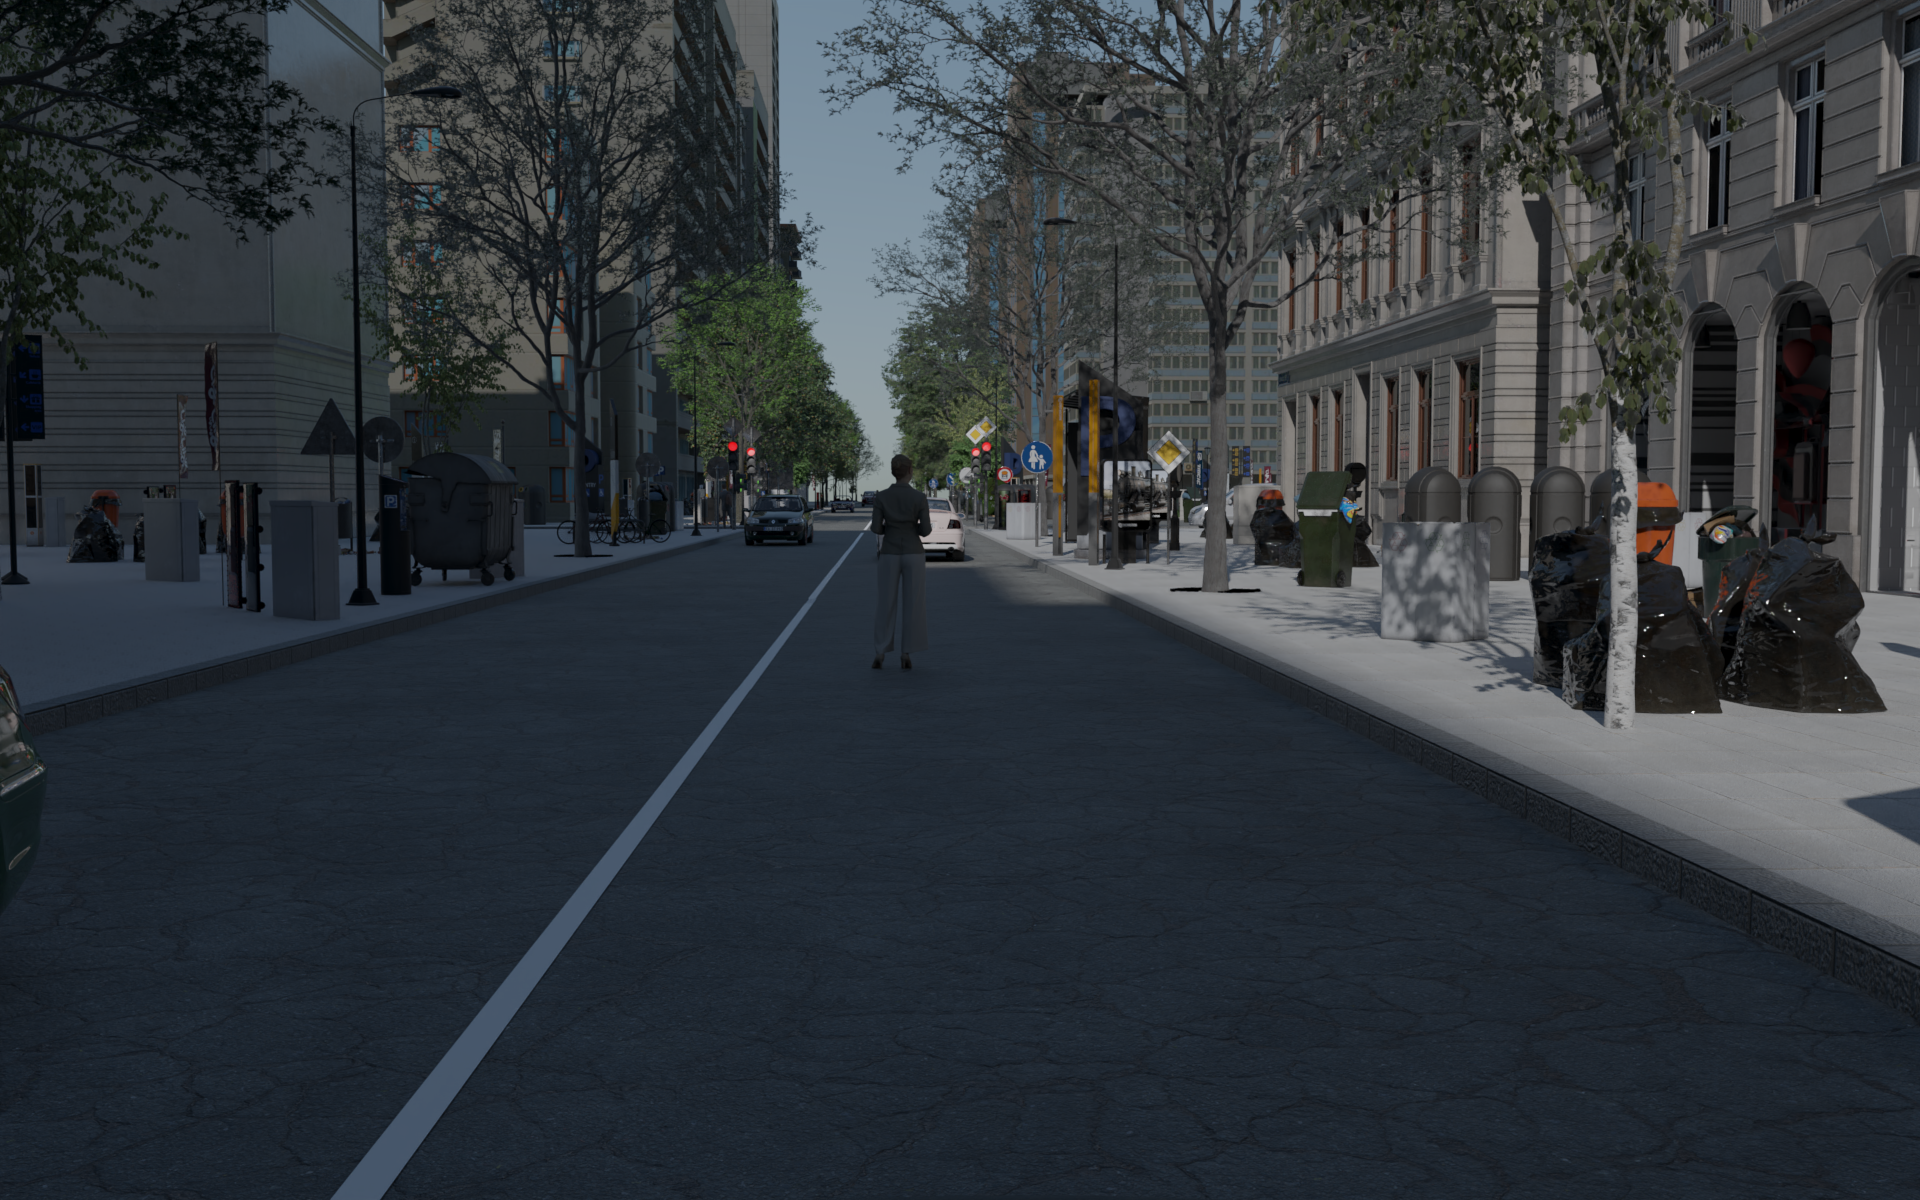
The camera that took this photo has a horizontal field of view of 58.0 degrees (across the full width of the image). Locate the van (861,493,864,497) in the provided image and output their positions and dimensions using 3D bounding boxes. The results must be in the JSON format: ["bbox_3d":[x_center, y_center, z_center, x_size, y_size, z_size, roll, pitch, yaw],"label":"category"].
[{"bbox_3d":[-11.564,-13.015,219.812,2.013,2.044,4.112,0,4,-2],"label":"van"}]

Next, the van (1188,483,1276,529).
[{"bbox_3d":[10.829,-3.636,66.456,4.112,2.044,2.013,0,4,-1],"label":"van"}]

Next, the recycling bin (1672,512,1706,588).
[{"bbox_3d":[9.734,-0.690,23.839,0.722,1.027,0.722,-2,4,-28],"label":"recycling bin"}]

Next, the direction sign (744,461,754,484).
[{"bbox_3d":[-12.071,-6.562,99.291,0.876,3.537,0.379,0,4,-4],"label":"direction sign"}]

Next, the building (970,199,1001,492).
[{"bbox_3d":[9.298,-36.985,254.822,14.600,45.320,14.200,0,4,-2],"label":"building"}]

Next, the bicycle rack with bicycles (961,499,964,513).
[{"bbox_3d":[0.457,-6.224,115.149,2.925,0.926,2.852,0,4,7],"label":"bicycle rack with bicycles"}]

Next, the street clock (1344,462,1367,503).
[{"bbox_3d":[9.023,-2.141,39.576,0.471,2.002,0.358,-1,4,-20],"label":"street clock"}]

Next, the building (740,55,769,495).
[{"bbox_3d":[-32.350,-34.649,190.211,21.300,48.544,21.600,0,4,-2],"label":"building"}]

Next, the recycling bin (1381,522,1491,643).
[{"bbox_3d":[4.215,-0.171,15.345,0.722,1.027,0.722,3,5,41],"label":"recycling bin"}]

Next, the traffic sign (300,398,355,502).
[{"bbox_3d":[-8.514,-1.437,23.494,0.884,2.594,0.081,0,4,4],"label":"traffic sign"}]

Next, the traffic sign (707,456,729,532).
[{"bbox_3d":[-8.149,-3.556,58.252,0.768,2.556,0.104,0,4,7],"label":"traffic sign"}]

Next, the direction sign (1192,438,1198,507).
[{"bbox_3d":[9.593,-4.816,70.736,0.379,3.537,0.876,1,4,20],"label":"direction sign"}]

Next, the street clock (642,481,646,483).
[{"bbox_3d":[-16.845,-5.414,93.091,0.471,2.002,0.358,2,4,32],"label":"street clock"}]

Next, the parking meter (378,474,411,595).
[{"bbox_3d":[-7.199,-0.835,22.071,0.372,1.533,0.369,0,3,0],"label":"parking meter"}]

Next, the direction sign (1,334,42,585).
[{"bbox_3d":[-13.443,-1.990,24.533,0.876,3.537,0.379,-2,4,-30],"label":"direction sign"}]

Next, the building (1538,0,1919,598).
[{"bbox_3d":[17.515,-10.973,21.211,13.314,21.916,24.055,0,4,-2],"label":"building"}]

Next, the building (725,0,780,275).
[{"bbox_3d":[-33.847,-49.393,245.832,20.563,71.187,20.611,0,4,-2],"label":"building"}]

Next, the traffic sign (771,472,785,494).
[{"bbox_3d":[-10.266,-5.965,97.632,0.768,2.556,0.104,0,4,0],"label":"traffic sign"}]

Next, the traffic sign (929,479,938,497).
[{"bbox_3d":[-2.220,-8.887,145.402,0.768,2.556,0.104,0,4,-1],"label":"traffic sign"}]

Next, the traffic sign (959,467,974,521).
[{"bbox_3d":[0.337,-5.041,82.528,0.768,2.556,0.104,0,3,0],"label":"traffic sign"}]

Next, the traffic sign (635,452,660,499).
[{"bbox_3d":[-9.533,-3.227,52.869,0.768,2.556,0.104,0,4,2],"label":"traffic sign"}]

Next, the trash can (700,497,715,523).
[{"bbox_3d":[-10.811,-3.840,74.440,0.748,1.137,0.748,0,3,0],"label":"trash can"}]

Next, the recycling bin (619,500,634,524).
[{"bbox_3d":[-14.510,-3.816,74.952,0.722,1.027,0.722,-1,4,-19],"label":"recycling bin"}]

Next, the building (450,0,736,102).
[{"bbox_3d":[-31.466,-32.461,154.437,21.300,48.544,21.600,0,4,-2],"label":"building"}]

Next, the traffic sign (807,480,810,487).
[{"bbox_3d":[-12.353,-8.474,138.657,0.768,2.556,0.104,0,4,-1],"label":"traffic sign"}]

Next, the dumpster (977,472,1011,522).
[{"bbox_3d":[1.503,-4.584,77.446,1.502,2.255,1.985,0,4,-2],"label":"dumpster"}]

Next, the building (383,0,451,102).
[{"bbox_3d":[-30.662,-30.890,128.745,21.300,48.544,21.600,0,4,-2],"label":"building"}]

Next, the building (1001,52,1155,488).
[{"bbox_3d":[12.177,-32.231,177.092,14.600,45.320,14.200,0,4,-2],"label":"building"}]

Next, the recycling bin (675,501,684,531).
[{"bbox_3d":[-10.130,-2.942,60.651,0.722,1.027,0.722,1,4,11],"label":"recycling bin"}]

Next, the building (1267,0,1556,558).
[{"bbox_3d":[15.302,-12.713,44.011,11.583,22.565,21.152,0,4,-2],"label":"building"}]

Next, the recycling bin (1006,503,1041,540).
[{"bbox_3d":[1.796,-2.222,48.887,0.722,1.027,0.722,-3,5,-41],"label":"recycling bin"}]

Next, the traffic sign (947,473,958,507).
[{"bbox_3d":[-0.424,-6.386,104.517,0.768,2.556,0.104,0,4,-1],"label":"traffic sign"}]

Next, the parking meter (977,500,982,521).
[{"bbox_3d":[0.889,-4.501,82.009,0.372,1.533,0.369,0,3,0],"label":"parking meter"}]

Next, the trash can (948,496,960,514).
[{"bbox_3d":[-0.398,-5.939,108.753,0.748,1.137,0.748,0,3,0],"label":"trash can"}]

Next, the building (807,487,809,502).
[{"bbox_3d":[-33.111,-31.937,293.876,14.160,30.474,14.107,0,4,-2],"label":"building"}]

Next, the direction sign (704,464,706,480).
[{"bbox_3d":[-16.071,-7.210,109.885,0.379,3.537,0.876,-2,4,-27],"label":"direction sign"}]

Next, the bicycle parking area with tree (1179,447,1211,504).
[{"bbox_3d":[12.578,-7.324,106.749,8.231,4.147,9.016,2,4,25],"label":"bicycle parking area with tree"}]

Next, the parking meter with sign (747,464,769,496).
[{"bbox_3d":[-11.612,-6.173,97.188,1.738,3.016,0.543,-1,4,-15],"label":"parking meter with sign"}]

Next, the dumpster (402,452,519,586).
[{"bbox_3d":[-7.128,-1.163,24.779,1.264,1.857,1.865,0,4,-2],"label":"dumpster"}]

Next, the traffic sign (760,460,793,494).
[{"bbox_3d":[-10.805,-6.526,100.574,2.265,3.308,0.079,0,4,3],"label":"traffic sign"}]

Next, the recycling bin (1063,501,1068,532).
[{"bbox_3d":[3.984,-2.871,59.493,0.722,1.027,0.722,2,4,23],"label":"recycling bin"}]

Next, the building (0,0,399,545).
[{"bbox_3d":[-27.284,-12.949,47.881,21.152,22.565,11.583,0,4,-2],"label":"building"}]

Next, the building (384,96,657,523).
[{"bbox_3d":[-31.813,-15.023,90.669,27.650,21.520,28.899,0,4,-2],"label":"building"}]

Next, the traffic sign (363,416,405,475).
[{"bbox_3d":[-9.465,-1.728,28.354,0.768,2.556,0.104,0,4,6],"label":"traffic sign"}]

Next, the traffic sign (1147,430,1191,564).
[{"bbox_3d":[3.792,-1.855,31.511,0.795,2.450,0.064,0,4,5],"label":"traffic sign"}]

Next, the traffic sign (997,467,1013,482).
[{"bbox_3d":[2.075,-4.924,80.610,0.768,2.556,0.104,0,4,1],"label":"traffic sign"}]

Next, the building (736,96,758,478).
[{"bbox_3d":[-27.658,-29.920,172.794,14.154,41.232,14.086,0,4,-2],"label":"building"}]

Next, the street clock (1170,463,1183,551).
[{"bbox_3d":[4.862,-2.116,39.163,0.358,2.002,0.471,2,4,24],"label":"street clock"}]

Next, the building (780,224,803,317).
[{"bbox_3d":[-36.085,-37.725,271.429,22.147,44.769,28.867,0,4,-2],"label":"building"}]

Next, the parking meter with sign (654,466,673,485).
[{"bbox_3d":[-18.321,-6.874,108.656,0.543,3.016,1.738,1,4,20],"label":"parking meter with sign"}]

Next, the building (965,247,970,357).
[{"bbox_3d":[12.114,-38.900,290.643,22.147,44.769,28.867,0,4,-2],"label":"building"}]

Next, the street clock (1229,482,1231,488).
[{"bbox_3d":[14.846,-5.635,96.694,0.471,2.002,0.358,-1,4,-8],"label":"street clock"}]

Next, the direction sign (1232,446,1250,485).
[{"bbox_3d":[13.200,-5.470,81.438,0.876,3.537,0.379,2,4,24],"label":"direction sign"}]

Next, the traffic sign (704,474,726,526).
[{"bbox_3d":[-9.813,-4.249,69.470,0.884,2.594,0.081,0,4,3],"label":"traffic sign"}]

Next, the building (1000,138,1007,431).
[{"bbox_3d":[16.048,-33.281,198.770,22.147,44.769,28.867,0,4,-2],"label":"building"}]

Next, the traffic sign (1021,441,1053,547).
[{"bbox_3d":[1.864,-2.556,41.895,0.768,2.556,0.104,0,4,4],"label":"traffic sign"}]

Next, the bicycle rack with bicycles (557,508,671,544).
[{"bbox_3d":[-9.047,-1.955,45.352,2.925,0.926,2.852,-1,4,-12],"label":"bicycle rack with bicycles"}]

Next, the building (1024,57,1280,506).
[{"bbox_3d":[22.354,-28.544,158.570,32.217,40.220,23.993,0,4,-2],"label":"building"}]
